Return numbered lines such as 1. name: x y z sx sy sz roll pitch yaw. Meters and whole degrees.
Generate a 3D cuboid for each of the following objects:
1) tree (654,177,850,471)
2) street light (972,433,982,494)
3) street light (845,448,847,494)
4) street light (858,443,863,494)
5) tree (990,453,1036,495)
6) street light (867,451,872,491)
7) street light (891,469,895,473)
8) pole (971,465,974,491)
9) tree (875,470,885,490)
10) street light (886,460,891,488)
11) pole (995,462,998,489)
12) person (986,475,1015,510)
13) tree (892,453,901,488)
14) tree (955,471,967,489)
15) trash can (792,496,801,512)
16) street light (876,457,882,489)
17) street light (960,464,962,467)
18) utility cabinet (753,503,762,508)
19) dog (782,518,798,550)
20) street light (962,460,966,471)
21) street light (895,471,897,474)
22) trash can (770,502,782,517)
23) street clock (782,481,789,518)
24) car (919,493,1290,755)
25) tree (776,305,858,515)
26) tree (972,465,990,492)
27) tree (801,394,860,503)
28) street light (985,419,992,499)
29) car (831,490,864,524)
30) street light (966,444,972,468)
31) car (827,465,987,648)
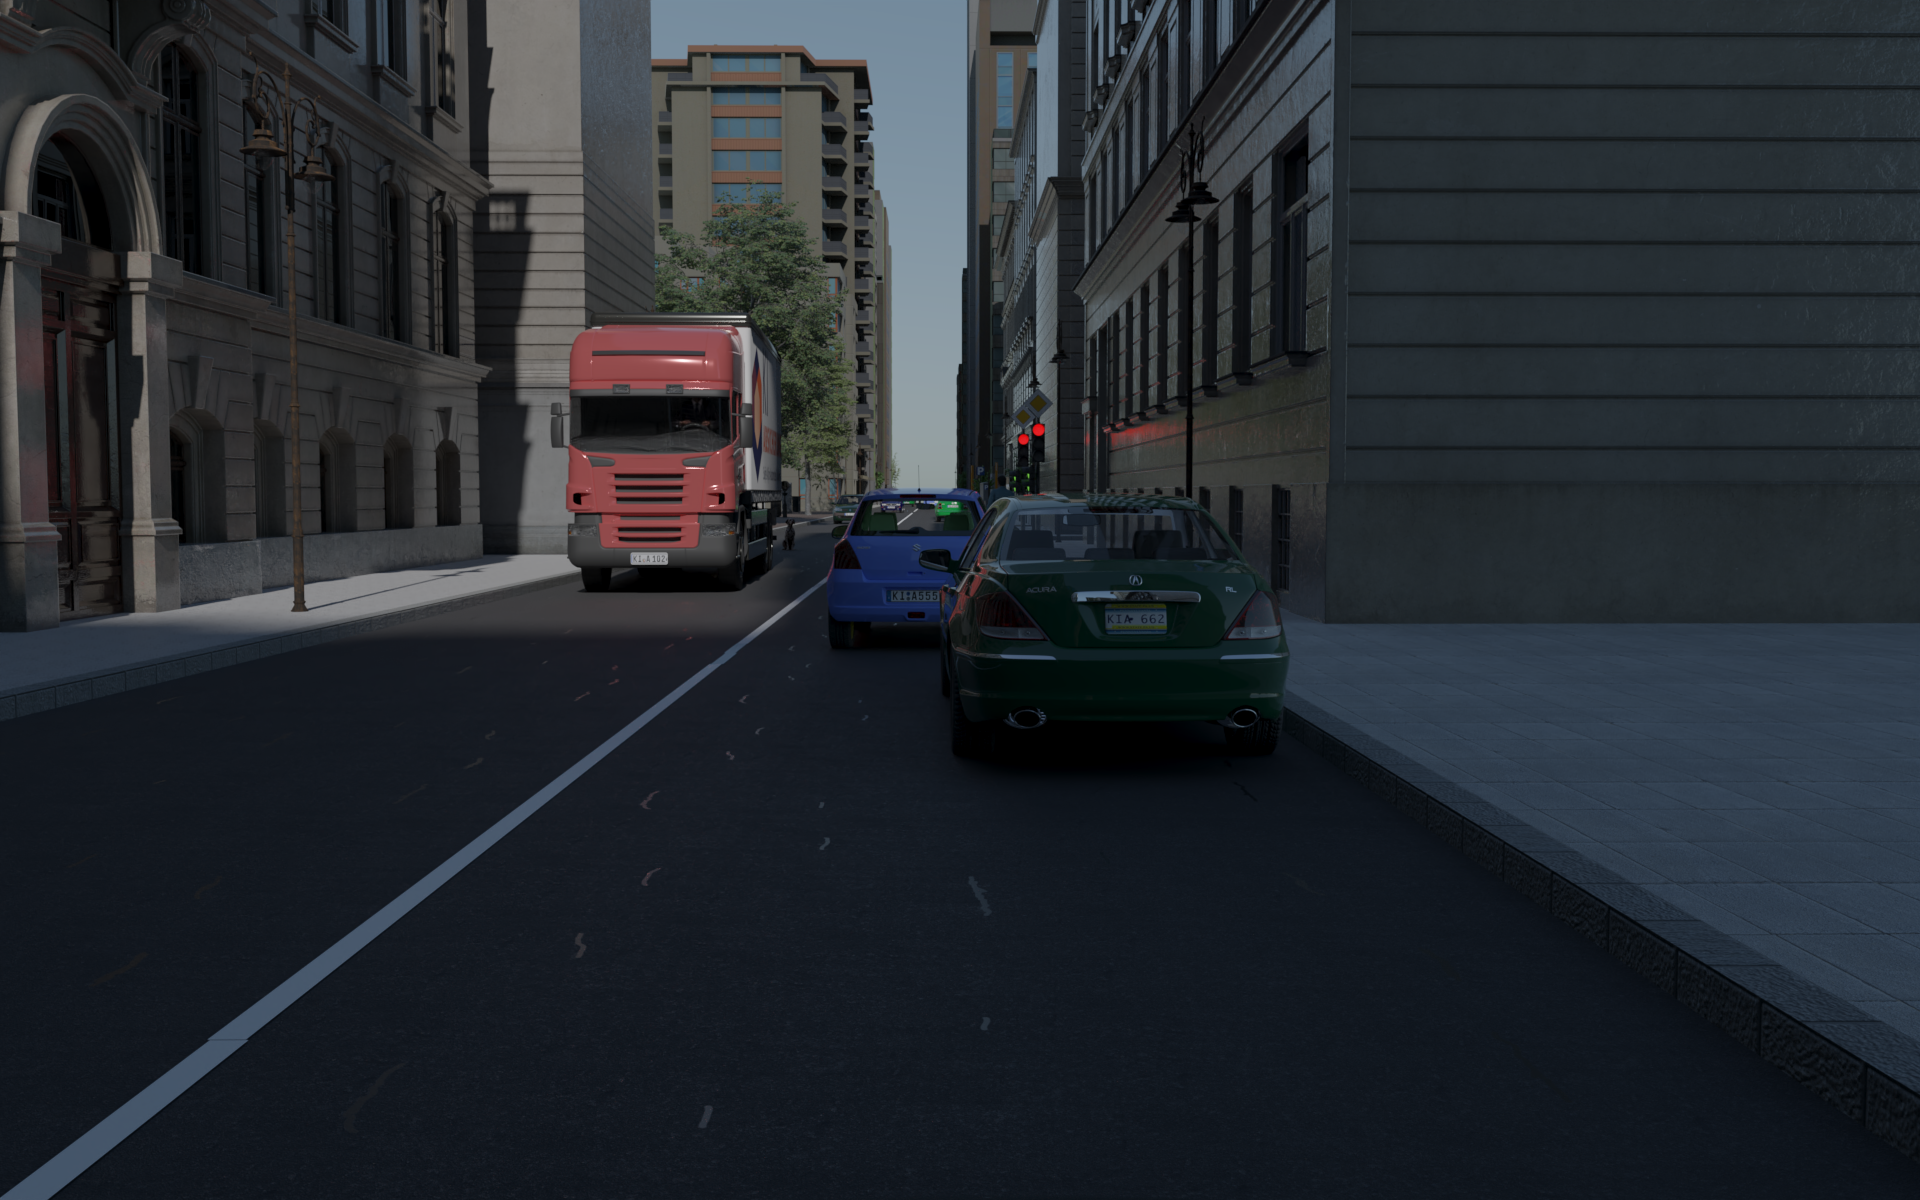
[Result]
1. tree: -9.111 -10.085 71.542 9.857 13.997 8.962 0 3 0
2. street light: 1.396 -9.811 133.193 0.468 5.910 1.993 0 4 -1
3. street light: -8.623 -9.668 130.851 0.468 5.910 1.993 0 4 -1
4. street light: -8.921 -11.122 154.624 0.468 5.910 1.993 0 4 -1
5. tree: 2.417 -4.544 68.894 1.663 3.219 1.824 0 3 0
6. street light: -9.300 -12.586 178.560 0.468 5.910 1.993 0 4 -1
7. street light: -10.391 -17.660 261.534 0.468 5.910 1.993 0 4 -1
8. pole: 0.874 -7.920 123.338 0.158 3.312 0.155 0 3 0
9. tree: -10.578 -13.645 206.816 4.285 4.588 4.351 0 3 0
10. street light: -10.065 -16.206 237.761 0.468 5.910 1.993 0 4 -1
11. pole: 2.349 -7.207 111.673 0.158 3.312 0.155 0 3 0
12. person: 0.853 -1.670 35.821 0.660 1.820 0.620 -1 4 -22
13. tree: -11.601 -20.720 289.140 4.737 8.622 4.395 0 3 0
14. tree: 0.947 -14.005 212.687 4.285 4.588 4.351 0 3 0
15. trash can: -11.559 -6.770 122.346 0.748 1.137 0.748 0 3 0
16. street light: -9.832 -14.752 213.987 0.468 5.910 1.993 0 4 -1
17. street light: 0.373 -14.236 205.545 0.468 5.910 1.993 0 4 -1
18. utility cabinet: -8.316 -3.612 67.728 1.173 1.500 0.318 -1 4 -9
19. dog: -4.302 -1.688 44.435 0.513 0.831 0.800 2 4 24
20. street light: 0.729 -12.763 181.461 0.468 5.910 1.993 0 4 -1
21. street light: -10.665 -19.114 285.308 0.468 5.910 1.993 0 4 -1
22. trash can: -10.213 -5.164 96.082 0.748 1.137 0.748 0 3 0
23. street clock: -9.548 -5.493 94.384 0.471 2.002 0.358 1 4 21
24. car: 0.807 0.051 10.964 2.131 1.459 4.920 0 4 -2
25. tree: -9.471 -11.376 104.121 7.486 12.596 7.792 0 3 0
26. tree: 1.527 -7.385 115.342 1.663 3.219 1.824 0 3 0
27. tree: -8.660 -10.325 119.182 4.360 8.622 3.978 0 3 0
28. street light: 1.735 -8.068 104.706 0.468 5.910 1.993 0 4 -1
29. car: -5.186 -4.522 83.717 2.009 1.686 4.222 0 4 0
30. street light: 1.019 -11.277 157.174 0.468 5.910 1.993 0 4 -1
31. car: -0.358 -0.477 17.387 1.945 1.707 3.694 0 4 1
